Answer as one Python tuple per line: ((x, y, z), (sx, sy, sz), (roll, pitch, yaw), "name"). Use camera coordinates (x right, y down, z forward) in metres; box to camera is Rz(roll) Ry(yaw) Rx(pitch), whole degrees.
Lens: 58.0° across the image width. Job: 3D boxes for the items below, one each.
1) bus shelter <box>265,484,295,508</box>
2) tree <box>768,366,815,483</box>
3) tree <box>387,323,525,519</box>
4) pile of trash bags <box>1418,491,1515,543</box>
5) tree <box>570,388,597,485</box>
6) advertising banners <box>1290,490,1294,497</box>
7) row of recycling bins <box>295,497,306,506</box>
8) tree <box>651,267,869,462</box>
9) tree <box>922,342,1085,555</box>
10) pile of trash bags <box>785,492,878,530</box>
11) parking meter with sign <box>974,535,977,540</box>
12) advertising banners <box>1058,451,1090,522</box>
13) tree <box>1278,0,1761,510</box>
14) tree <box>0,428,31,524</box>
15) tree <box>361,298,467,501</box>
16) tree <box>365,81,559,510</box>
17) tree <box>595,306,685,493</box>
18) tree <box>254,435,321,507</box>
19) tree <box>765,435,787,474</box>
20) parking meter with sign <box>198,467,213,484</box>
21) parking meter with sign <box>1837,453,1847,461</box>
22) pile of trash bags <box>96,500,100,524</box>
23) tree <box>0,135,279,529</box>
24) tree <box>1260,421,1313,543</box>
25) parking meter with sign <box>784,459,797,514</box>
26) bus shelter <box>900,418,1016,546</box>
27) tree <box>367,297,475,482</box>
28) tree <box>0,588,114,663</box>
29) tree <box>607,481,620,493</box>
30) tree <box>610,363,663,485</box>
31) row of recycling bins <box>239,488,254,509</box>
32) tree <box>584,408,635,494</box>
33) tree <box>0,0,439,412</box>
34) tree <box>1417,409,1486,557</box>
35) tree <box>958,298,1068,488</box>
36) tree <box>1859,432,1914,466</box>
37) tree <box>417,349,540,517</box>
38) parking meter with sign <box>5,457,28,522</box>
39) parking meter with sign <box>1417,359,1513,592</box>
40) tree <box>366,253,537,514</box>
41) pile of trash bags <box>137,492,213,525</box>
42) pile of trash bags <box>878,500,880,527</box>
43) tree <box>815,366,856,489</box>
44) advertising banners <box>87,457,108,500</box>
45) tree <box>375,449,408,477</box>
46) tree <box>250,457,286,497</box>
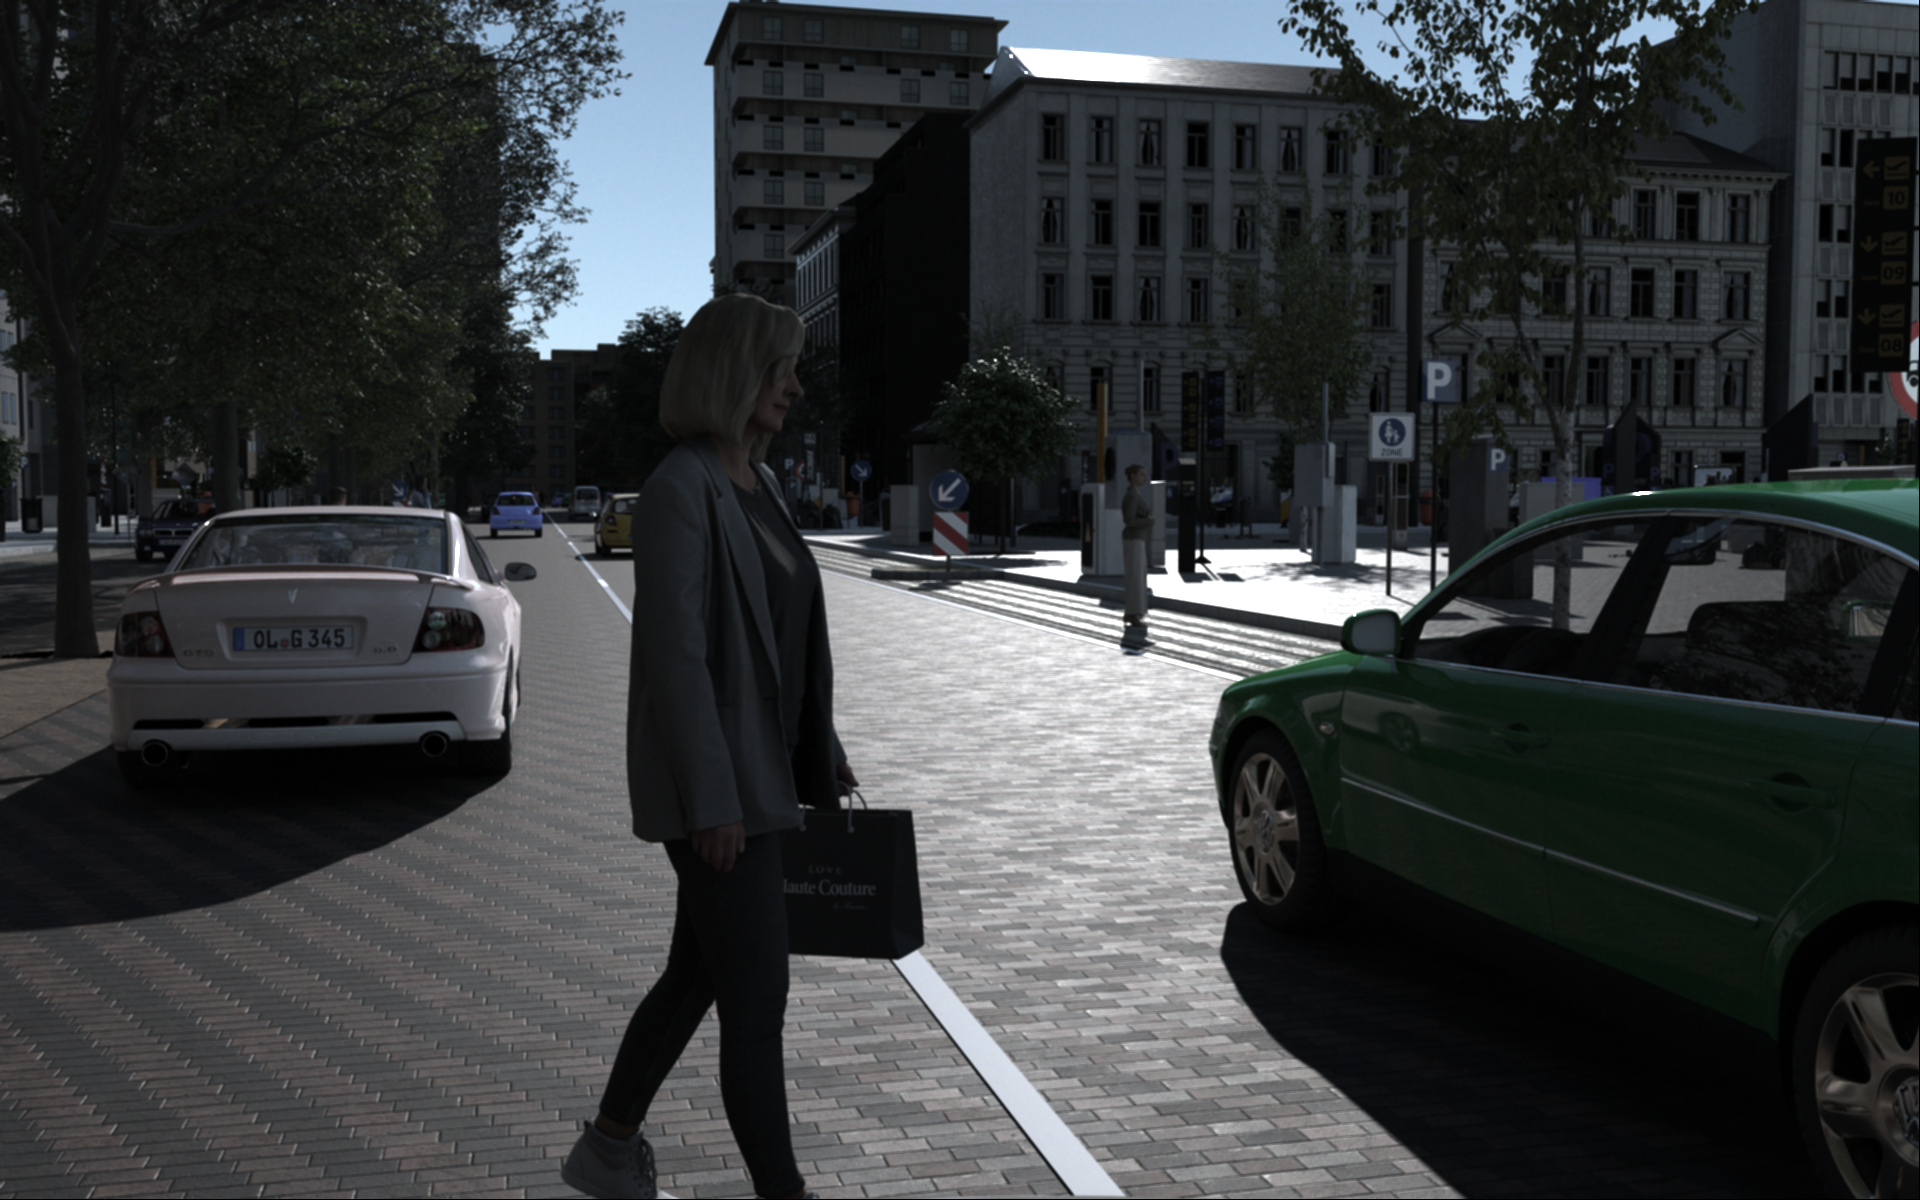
((-38.599, -6.434, 99.125), (2.014, 3.302, 5.546), (-1, 4, -14), "bus shelter")
((-9.336, -7.789, 77.717), (4.360, 8.622, 3.978), (0, 3, 0), "tree")
((-28.686, -10.448, 99.030), (9.928, 11.665, 9.643), (0, 3, 0), "tree")
((13.436, -2.242, 46.408), (3.447, 1.369, 1.912), (-3, 5, -40), "pile of trash bags")
((-39.934, -17.849, 198.488), (9.857, 13.997, 8.962), (0, 3, 0), "tree")
((12.296, -4.134, 63.778), (0.090, 3.025, 2.074), (2, 4, 25), "advertising banners")
((-46.879, -7.043, 122.266), (1.069, 1.692, 3.534), (-1, 4, -15), "row of recycling bins")
((-7.934, -8.342, 70.801), (8.767, 10.594, 7.601), (-1, 4, -16), "tree")
((0.853, -3.269, 37.157), (4.285, 4.588, 4.351), (0, 3, 0), "tree")
((-5.042, -3.315, 63.956), (3.447, 1.369, 1.912), (-3, 5, -44), "pile of trash bags")
((-0.377, -3.186, 48.345), (1.738, 3.016, 0.543), (-1, 4, -9), "parking meter with sign")
((4.649, -4.545, 70.499), (0.090, 3.025, 2.074), (-2, 4, -33), "advertising banners")
((5.183, -3.977, 15.392), (4.737, 8.622, 4.395), (0, 3, 0), "tree")
((-41.627, -5.531, 74.139), (4.285, 4.588, 4.351), (0, 3, 0), "tree")
((-18.587, -6.422, 57.825), (4.737, 8.622, 4.395), (0, 3, 0), "tree")
((-24.634, -13.351, 76.641), (12.611, 20.169, 13.585), (0, 3, 0), "tree")
((-19.430, -12.866, 117.010), (9.857, 13.997, 8.962), (0, 3, 0), "tree")
((-36.429, -6.732, 93.780), (4.285, 4.588, 4.351), (0, 3, 0), "tree")
((-14.876, -10.842, 127.632), (4.737, 8.622, 4.395), (0, 3, 0), "tree")
((-48.886, -7.076, 111.945), (0.543, 3.016, 1.738), (1, 4, 12), "parking meter with sign")
((38.058, -4.718, 73.394), (1.738, 3.016, 0.543), (-1, 4, -12), "parking meter with sign")
((-38.059, -3.958, 74.460), (1.912, 1.369, 3.447), (-2, 4, -27), "pile of trash bags")
((-29.210, -9.504, 62.054), (9.857, 13.997, 8.962), (0, 3, 0), "tree")
((8.831, -3.136, 45.877), (1.663, 3.219, 1.824), (0, 3, 0), "tree")
((-8.188, -5.379, 84.204), (0.543, 3.016, 1.738), (-1, 4, -13), "parking meter with sign")
((0.019, -3.092, 44.477), (2.014, 3.302, 5.546), (-1, 4, -14), "bus shelter")
((-19.523, -6.701, 62.374), (4.360, 8.622, 3.978), (0, 3, 0), "tree")
((-7.672, -6.226, 14.627), (12.009, 13.543, 11.850), (0, 3, 0), "tree")
((-41.286, -12.977, 206.768), (1.663, 3.219, 1.824), (0, 3, 0), "tree")
((-26.534, -14.132, 149.184), (7.486, 12.596, 7.792), (0, 3, 0), "tree")
((-48.510, -6.561, 114.383), (3.534, 1.692, 1.069), (-1, 4, -12), "row of recycling bins")
((-33.526, -14.544, 172.199), (8.767, 10.594, 7.601), (1, 4, 22), "tree")
((-10.386, -6.332, 24.111), (7.486, 12.596, 7.792), (0, 3, 0), "tree")
((10.492, -2.498, 35.441), (1.663, 3.219, 1.824), (0, 3, 0), "tree")
((1.741, -7.021, 65.155), (4.737, 8.622, 4.395), (0, 3, 0), "tree")
((28.888, -3.637, 54.069), (1.663, 3.219, 1.824), (0, 3, 0), "tree")
((-31.263, -11.562, 108.509), (9.611, 12.733, 9.660), (0, 3, 0), "tree")
((-44.384, -5.167, 80.740), (1.738, 3.016, 0.543), (0, 4, 8), "parking meter with sign")
((6.532, -1.564, 21.828), (0.543, 3.016, 1.738), (-2, 4, -24), "parking meter with sign")
((-26.279, -10.990, 88.802), (9.857, 13.997, 8.962), (0, 3, 0), "tree")
((-30.823, -3.590, 68.452), (3.447, 1.369, 1.912), (2, 4, 26), "pile of trash bags")
((-2.322, -3.624, 69.007), (3.447, 1.369, 1.912), (-1, 4, -13), "pile of trash bags")
((-7.470, -8.866, 95.322), (4.360, 8.622, 3.978), (0, 3, 0), "tree")
((-40.420, -5.161, 80.572), (0.090, 3.025, 2.074), (1, 4, 20), "advertising banners")
((-59.857, -15.363, 185.591), (8.767, 10.594, 7.601), (2, 4, 26), "tree")
((-35.975, -5.848, 90.218), (1.663, 3.219, 1.824), (0, 3, 0), "tree")
